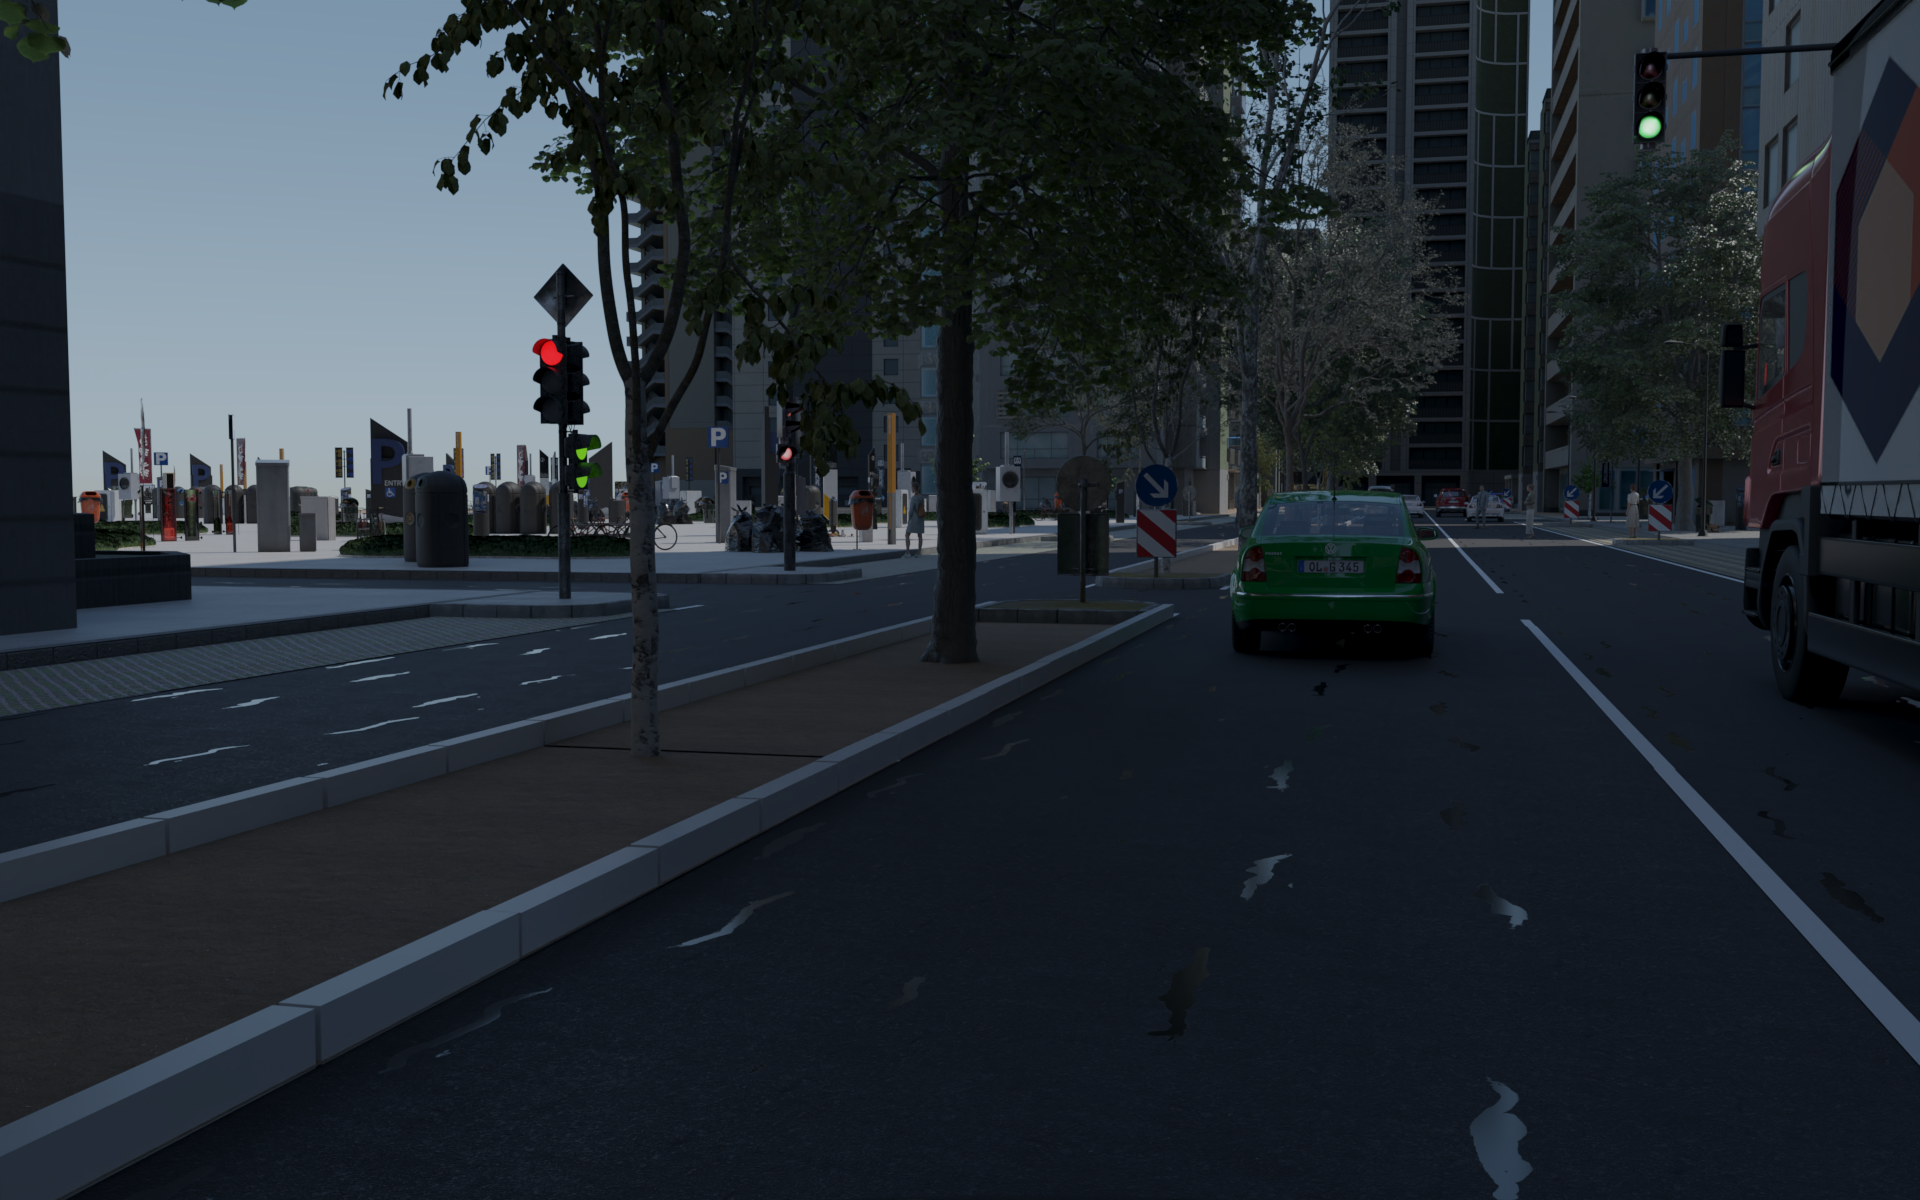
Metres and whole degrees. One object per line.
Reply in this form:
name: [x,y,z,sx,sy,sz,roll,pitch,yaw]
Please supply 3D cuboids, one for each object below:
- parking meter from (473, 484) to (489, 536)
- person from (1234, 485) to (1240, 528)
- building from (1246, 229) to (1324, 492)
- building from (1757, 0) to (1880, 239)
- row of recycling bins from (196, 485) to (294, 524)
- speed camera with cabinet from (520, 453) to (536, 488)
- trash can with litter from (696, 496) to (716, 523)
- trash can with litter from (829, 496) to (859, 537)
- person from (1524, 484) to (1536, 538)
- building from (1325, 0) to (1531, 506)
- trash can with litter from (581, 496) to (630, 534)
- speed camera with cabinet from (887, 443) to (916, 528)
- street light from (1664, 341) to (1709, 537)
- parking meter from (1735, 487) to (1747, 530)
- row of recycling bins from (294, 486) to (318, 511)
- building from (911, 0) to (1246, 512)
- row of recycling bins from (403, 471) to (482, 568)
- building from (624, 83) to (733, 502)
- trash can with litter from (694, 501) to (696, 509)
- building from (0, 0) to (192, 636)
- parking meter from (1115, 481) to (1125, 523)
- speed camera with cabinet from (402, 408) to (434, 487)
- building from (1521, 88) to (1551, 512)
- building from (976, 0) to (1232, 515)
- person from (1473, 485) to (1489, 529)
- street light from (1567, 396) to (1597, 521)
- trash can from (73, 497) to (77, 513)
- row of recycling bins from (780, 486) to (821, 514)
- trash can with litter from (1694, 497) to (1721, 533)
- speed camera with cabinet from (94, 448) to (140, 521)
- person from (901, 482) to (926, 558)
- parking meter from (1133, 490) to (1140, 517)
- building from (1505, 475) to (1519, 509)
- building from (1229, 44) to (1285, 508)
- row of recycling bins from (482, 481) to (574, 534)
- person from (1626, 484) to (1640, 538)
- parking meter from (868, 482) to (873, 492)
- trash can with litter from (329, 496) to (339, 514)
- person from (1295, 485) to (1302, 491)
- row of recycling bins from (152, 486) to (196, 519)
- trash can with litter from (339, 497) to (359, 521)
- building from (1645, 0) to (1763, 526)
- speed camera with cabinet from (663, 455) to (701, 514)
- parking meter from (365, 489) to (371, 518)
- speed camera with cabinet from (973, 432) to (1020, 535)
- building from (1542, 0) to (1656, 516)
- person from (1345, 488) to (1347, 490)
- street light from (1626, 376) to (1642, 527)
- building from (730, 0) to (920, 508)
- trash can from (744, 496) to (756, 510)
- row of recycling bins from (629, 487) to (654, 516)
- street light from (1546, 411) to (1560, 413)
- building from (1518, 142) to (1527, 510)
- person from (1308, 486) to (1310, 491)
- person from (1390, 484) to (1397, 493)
parking meter: [-11.544,-2.039,41.747,0.372,1.533,0.369,0,3,0]
person: [11.907,-3.970,73.595,0.526,1.800,0.537,2,4,35]
building: [32.907,-25.652,191.106,14.107,30.474,14.160,1,4,14]
building: [32.235,-27.134,32.878,27.495,52.752,28.713,1,4,14]
row of recycling bins: [-30.904,-4.150,74.963,3.534,1.692,1.069,-1,4,-10]
speed camera with cabinet: [-21.470,-5.526,84.678,0.660,3.252,2.038,-3,5,-41]
trash can with litter: [-10.888,-3.949,75.955,0.624,1.170,1.055,2,4,34]
trash can with litter: [-3.693,-2.531,52.446,1.678,1.210,2.233,0,4,2]
person: [18.525,-2.895,56.385,0.362,1.759,0.519,1,4,11]
building: [50.943,-45.900,188.720,20.611,71.187,20.563,1,4,14]
trash can with litter: [-10.792,-2.531,52.441,2.233,1.210,1.678,-1,4,-23]
speed camera with cabinet: [-2.243,-4.435,66.854,0.660,3.252,2.038,1,4,15]
street light: [21.997,-4.889,52.471,1.470,5.913,1.316,1,4,14]
parking meter: [27.883,-3.265,61.796,0.372,1.533,0.369,0,3,0]
row of recycling bins: [-38.666,-5.780,101.622,1.069,1.692,3.534,0,3,0]
building: [9.924,-31.397,132.957,23.786,49.044,30.456,1,4,14]
row of recycling bins: [-9.595,-1.509,31.783,1.069,1.692,3.534,-1,4,-22]
building: [-25.703,-32.574,182.689,14.200,45.320,14.600,1,4,14]
trash can with litter: [-12.748,-4.415,83.571,1.055,1.170,0.624,2,4,23]
building: [-23.126,-28.865,13.942,28.212,58.520,21.231,1,4,14]
parking meter: [7.090,-4.350,76.838,0.399,1.863,0.255,0,4,-5]
speed camera with cabinet: [-12.176,-2.765,39.539,0.660,3.252,2.038,-2,4,-32]
building: [48.807,-21.603,124.904,14.160,30.474,14.107,1,4,14]
building: [9.471,-26.091,110.178,14.154,41.232,14.086,1,4,14]
person: [21.591,-3.859,71.692,0.391,1.810,0.635,-3,5,-41]
street light: [29.580,-6.708,82.214,1.470,5.913,1.316,1,4,14]
trash can: [-50.637,-5.319,98.616,0.748,1.137,0.748,0,3,0]
row of recycling bins: [-7.808,-4.763,84.987,1.069,1.692,3.534,-2,4,-29]
trash can with litter: [25.018,-2.841,57.842,0.624,1.170,1.055,-1,4,-15]
speed camera with cabinet: [-36.398,-4.918,74.737,2.038,3.252,0.660,1,4,19]
person: [-0.979,-1.776,38.549,0.522,1.701,0.512,3,4,36]
parking meter: [9.939,-5.447,97.471,0.372,1.533,0.369,0,3,0]
building: [66.089,-28.300,154.579,32.217,40.220,23.993,1,4,14]
building: [15.494,-52.309,167.929,31.000,86.520,22.319,1,4,14]
row of recycling bins: [-14.154,-2.995,56.087,3.534,1.692,1.069,1,4,14]
person: [21.328,-2.812,55.045,0.480,1.755,0.524,-2,4,-24]
parking meter: [-4.299,-4.810,84.349,0.255,1.863,0.399,-2,4,-24]
trash can with litter: [-29.958,-4.312,81.562,2.233,1.210,1.678,-3,4,-36]
person: [13.260,-3.594,67.451,0.709,1.800,0.728,2,4,30]
row of recycling bins: [-41.016,-5.185,91.879,1.069,1.692,3.534,3,5,43]
trash can with litter: [-20.985,-2.951,59.641,0.624,1.170,1.055,-1,4,-10]
building: [37.763,-25.884,73.315,14.600,45.320,14.200,1,4,14]
speed camera with cabinet: [-14.258,-5.781,88.857,2.038,3.252,0.660,-3,5,-44]
parking meter: [-29.004,-4.690,85.091,0.372,1.533,0.369,0,3,0]
speed camera with cabinet: [0.862,-3.710,54.993,2.038,3.252,0.660,-1,4,-13]
building: [48.112,-29.493,105.919,21.300,48.544,21.600,1,4,14]
person: [20.382,-5.071,91.757,0.694,1.780,0.624,3,4,38]
street light: [25.684,-5.774,66.952,1.470,5.913,1.316,1,4,14]
building: [-9.665,-45.025,174.410,20.611,71.187,20.563,1,4,14]
trash can: [-12.902,-5.805,106.560,0.748,1.137,0.748,0,3,0]
row of recycling bins: [-18.130,-5.563,98.066,1.069,1.692,3.534,2,4,28]
street light: [33.407,-7.591,96.659,1.470,5.913,1.316,1,4,14]
building: [52.258,-22.453,138.803,14.160,30.474,14.107,1,4,14]
person: [14.721,-3.959,73.498,0.678,1.792,0.850,2,4,27]
person: [18.471,-4.032,74.207,0.659,1.850,0.755,-1,4,-9]
